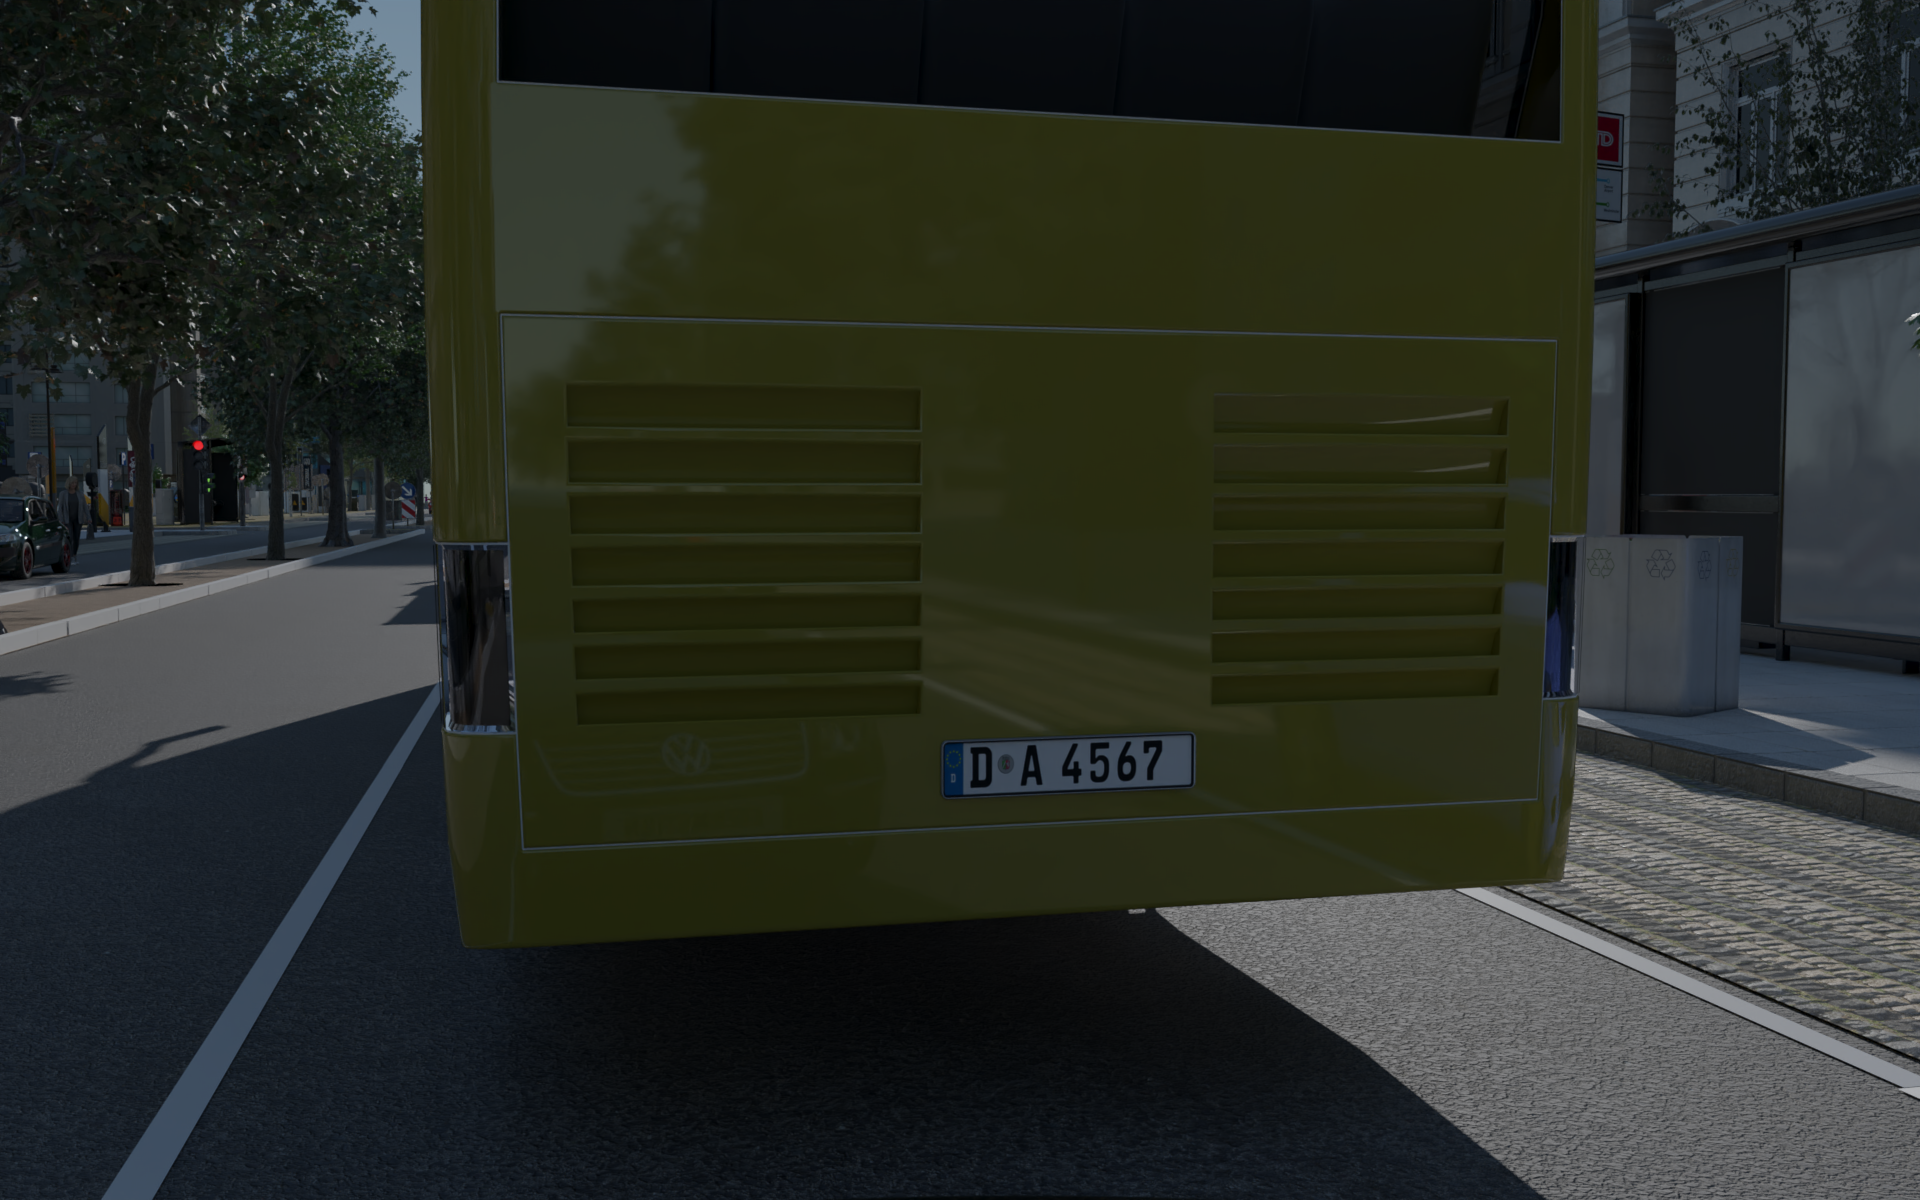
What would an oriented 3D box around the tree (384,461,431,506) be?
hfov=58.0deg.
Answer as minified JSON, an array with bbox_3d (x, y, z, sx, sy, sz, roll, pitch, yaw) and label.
[{"bbox_3d":[-58.303,-17.122,186.605,9.857,13.997,8.962,0,3,0],"label":"tree"}]

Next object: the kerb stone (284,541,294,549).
[{"bbox_3d":[-17.661,-1.419,45.397,0.120,0.150,1.000,-1,4,-13],"label":"kerb stone"}]

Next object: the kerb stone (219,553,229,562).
[{"bbox_3d":[-15.584,-0.865,36.396,0.120,0.150,1.000,-1,4,-13],"label":"kerb stone"}]

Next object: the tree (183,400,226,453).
[{"bbox_3d":[-53.658,-10.665,124.730,4.737,8.622,4.395,0,3,0],"label":"tree"}]

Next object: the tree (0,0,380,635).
[{"bbox_3d":[-9.926,-5.958,16.873,9.611,12.733,9.660,0,3,0],"label":"tree"}]

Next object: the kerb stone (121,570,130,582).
[{"bbox_3d":[-13.743,-0.380,28.413,0.120,0.150,1.000,-1,4,-13],"label":"kerb stone"}]

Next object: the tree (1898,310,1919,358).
[{"bbox_3d":[5.059,-0.817,7.957,1.663,3.219,1.824,0,3,0],"label":"tree"}]

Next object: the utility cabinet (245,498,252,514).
[{"bbox_3d":[-44.987,-6.017,109.534,1.020,1.237,0.306,0,4,-7],"label":"utility cabinet"}]

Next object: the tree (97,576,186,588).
[{"bbox_3d":[-12.539,-6.006,26.414,9.928,11.665,9.643,0,3,0],"label":"tree"}]

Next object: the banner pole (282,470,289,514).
[{"bbox_3d":[-43.907,-7.483,112.356,0.863,3.779,0.401,2,4,28],"label":"banner pole"}]

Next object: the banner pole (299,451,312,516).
[{"bbox_3d":[-38.131,-6.774,100.767,0.863,3.779,0.401,-3,5,-42],"label":"banner pole"}]

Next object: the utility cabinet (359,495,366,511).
[{"bbox_3d":[-45.790,-7.388,131.963,1.020,1.237,0.306,0,4,6],"label":"utility cabinet"}]

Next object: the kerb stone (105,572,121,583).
[{"bbox_3d":[-13.515,-0.319,27.414,0.120,0.150,1.000,-1,4,-13],"label":"kerb stone"}]

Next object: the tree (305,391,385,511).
[{"bbox_3d":[-44.634,-11.794,127.248,7.601,10.594,8.767,0,4,-5],"label":"tree"}]

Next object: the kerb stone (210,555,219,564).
[{"bbox_3d":[-15.359,-0.798,35.400,0.120,0.150,1.000,-1,4,-13],"label":"kerb stone"}]

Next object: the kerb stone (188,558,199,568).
[{"bbox_3d":[-14.887,-0.681,33.405,0.120,0.150,1.000,-1,4,-13],"label":"kerb stone"}]

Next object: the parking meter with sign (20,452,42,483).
[{"bbox_3d":[-38.297,-4.572,71.005,0.543,3.016,1.738,0,4,-2],"label":"parking meter with sign"}]

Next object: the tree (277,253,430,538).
[{"bbox_3d":[-18.939,-8.281,55.980,7.486,12.596,7.792,0,3,0],"label":"tree"}]

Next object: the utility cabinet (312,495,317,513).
[{"bbox_3d":[-43.986,-6.561,118.430,0.306,1.237,1.020,0,4,-2],"label":"utility cabinet"}]

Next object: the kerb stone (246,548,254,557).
[{"bbox_3d":[-16.277,-1.051,39.409,0.120,0.150,1.000,-1,4,-13],"label":"kerb stone"}]

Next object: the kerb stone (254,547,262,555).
[{"bbox_3d":[-16.500,-1.114,40.414,0.120,0.150,1.000,-1,4,-13],"label":"kerb stone"}]

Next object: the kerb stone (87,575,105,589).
[{"bbox_3d":[-13.278,-0.251,26.412,0.120,0.150,1.000,-1,4,-13],"label":"kerb stone"}]

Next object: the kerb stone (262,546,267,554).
[{"bbox_3d":[-16.739,-1.175,41.410,0.120,0.150,1.000,-1,4,-13],"label":"kerb stone"}]

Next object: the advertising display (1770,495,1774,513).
[{"bbox_3d":[8.283,-0.720,16.994,0.974,1.923,0.123,-2,4,-32],"label":"advertising display"}]

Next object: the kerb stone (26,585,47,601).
[{"bbox_3d":[-12.593,-0.072,23.423,0.120,0.150,1.000,-1,4,-13],"label":"kerb stone"}]

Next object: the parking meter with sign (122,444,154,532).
[{"bbox_3d":[-27.971,-3.844,59.117,0.543,3.016,1.738,-1,4,-13],"label":"parking meter with sign"}]

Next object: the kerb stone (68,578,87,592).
[{"bbox_3d":[-13.044,-0.197,25.416,0.120,0.150,1.000,-1,4,-13],"label":"kerb stone"}]

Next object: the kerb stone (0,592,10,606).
[{"bbox_3d":[-12.345,-0.014,22.431,0.120,0.150,1.000,-1,4,-13],"label":"kerb stone"}]

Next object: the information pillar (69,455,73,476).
[{"bbox_3d":[-53.062,-6.857,103.469,0.183,3.616,0.504,-3,4,-37],"label":"information pillar"}]

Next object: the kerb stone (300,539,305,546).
[{"bbox_3d":[-18.121,-1.541,47.389,0.120,0.150,1.000,-1,4,-13],"label":"kerb stone"}]

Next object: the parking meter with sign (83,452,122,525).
[{"bbox_3d":[-35.590,-4.626,71.904,1.738,3.016,0.543,0,4,-6],"label":"parking meter with sign"}]

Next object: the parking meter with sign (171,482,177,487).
[{"bbox_3d":[-50.623,-7.078,111.978,1.738,3.016,0.543,3,5,39],"label":"parking meter with sign"}]

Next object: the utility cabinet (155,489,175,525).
[{"bbox_3d":[-32.766,-3.836,71.405,0.318,1.500,1.173,0,4,-4],"label":"utility cabinet"}]

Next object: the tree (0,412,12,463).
[{"bbox_3d":[-25.497,-3.617,42.849,4.285,4.588,4.351,0,3,0],"label":"tree"}]

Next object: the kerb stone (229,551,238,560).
[{"bbox_3d":[-15.810,-0.930,37.403,0.120,0.150,1.000,-1,4,-13],"label":"kerb stone"}]

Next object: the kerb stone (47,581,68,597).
[{"bbox_3d":[-12.816,-0.132,24.420,0.120,0.150,1.000,-1,4,-13],"label":"kerb stone"}]

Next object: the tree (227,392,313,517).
[{"bbox_3d":[-37.853,-8.978,97.147,4.737,8.622,4.395,0,3,0],"label":"tree"}]

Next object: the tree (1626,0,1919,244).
[{"bbox_3d":[10.075,-4.238,19.649,4.360,8.622,3.978,0,3,0],"label":"tree"}]

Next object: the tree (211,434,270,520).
[{"bbox_3d":[-35.783,-6.247,85.848,4.285,4.588,4.351,0,3,0],"label":"tree"}]

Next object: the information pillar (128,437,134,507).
[{"bbox_3d":[-33.820,-4.855,70.729,0.183,3.616,0.504,-3,5,-44],"label":"information pillar"}]

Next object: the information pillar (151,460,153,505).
[{"bbox_3d":[-32.408,-4.756,69.121,0.183,3.616,0.504,0,4,6],"label":"information pillar"}]

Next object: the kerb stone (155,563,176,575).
[{"bbox_3d":[-14.438,-0.562,31.411,0.120,0.150,1.000,-1,4,-13],"label":"kerb stone"}]

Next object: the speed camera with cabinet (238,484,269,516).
[{"bbox_3d":[-41.073,-6.514,100.845,0.660,3.252,2.038,1,4,9],"label":"speed camera with cabinet"}]

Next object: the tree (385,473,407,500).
[{"bbox_3d":[-55.198,-13.590,172.558,4.737,8.622,4.395,0,3,0],"label":"tree"}]

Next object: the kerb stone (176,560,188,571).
[{"bbox_3d":[-14.663,-0.616,32.408,0.120,0.150,1.000,-1,4,-13],"label":"kerb stone"}]

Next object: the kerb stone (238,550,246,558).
[{"bbox_3d":[-16.049,-0.988,38.410,0.120,0.150,1.000,-1,4,-13],"label":"kerb stone"}]

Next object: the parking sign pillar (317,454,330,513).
[{"bbox_3d":[-42.373,-7.805,116.086,1.447,3.967,1.447,2,4,30],"label":"parking sign pillar"}]

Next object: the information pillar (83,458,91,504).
[{"bbox_3d":[-56.145,-7.348,111.491,0.504,3.616,0.183,0,4,0],"label":"information pillar"}]

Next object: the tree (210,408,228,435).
[{"bbox_3d":[-57.393,-11.403,136.795,4.360,8.622,3.978,0,3,0],"label":"tree"}]

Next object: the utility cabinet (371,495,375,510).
[{"bbox_3d":[-47.073,-7.877,139.956,1.020,1.237,0.306,2,4,26],"label":"utility cabinet"}]

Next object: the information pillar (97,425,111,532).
[{"bbox_3d":[-28.782,-4.086,58.164,0.183,3.616,0.504,0,4,2],"label":"information pillar"}]

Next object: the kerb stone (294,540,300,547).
[{"bbox_3d":[-17.886,-1.480,46.394,0.120,0.150,1.000,-1,4,-13],"label":"kerb stone"}]

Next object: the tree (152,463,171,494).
[{"bbox_3d":[-49.224,-6.834,106.330,1.663,3.219,1.824,0,3,0],"label":"tree"}]

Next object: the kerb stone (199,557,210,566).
[{"bbox_3d":[-15.122,-0.747,34.404,0.120,0.150,1.000,-1,4,-13],"label":"kerb stone"}]

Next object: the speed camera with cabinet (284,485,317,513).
[{"bbox_3d":[-45.417,-7.628,119.056,0.660,3.252,2.038,3,4,36],"label":"speed camera with cabinet"}]
